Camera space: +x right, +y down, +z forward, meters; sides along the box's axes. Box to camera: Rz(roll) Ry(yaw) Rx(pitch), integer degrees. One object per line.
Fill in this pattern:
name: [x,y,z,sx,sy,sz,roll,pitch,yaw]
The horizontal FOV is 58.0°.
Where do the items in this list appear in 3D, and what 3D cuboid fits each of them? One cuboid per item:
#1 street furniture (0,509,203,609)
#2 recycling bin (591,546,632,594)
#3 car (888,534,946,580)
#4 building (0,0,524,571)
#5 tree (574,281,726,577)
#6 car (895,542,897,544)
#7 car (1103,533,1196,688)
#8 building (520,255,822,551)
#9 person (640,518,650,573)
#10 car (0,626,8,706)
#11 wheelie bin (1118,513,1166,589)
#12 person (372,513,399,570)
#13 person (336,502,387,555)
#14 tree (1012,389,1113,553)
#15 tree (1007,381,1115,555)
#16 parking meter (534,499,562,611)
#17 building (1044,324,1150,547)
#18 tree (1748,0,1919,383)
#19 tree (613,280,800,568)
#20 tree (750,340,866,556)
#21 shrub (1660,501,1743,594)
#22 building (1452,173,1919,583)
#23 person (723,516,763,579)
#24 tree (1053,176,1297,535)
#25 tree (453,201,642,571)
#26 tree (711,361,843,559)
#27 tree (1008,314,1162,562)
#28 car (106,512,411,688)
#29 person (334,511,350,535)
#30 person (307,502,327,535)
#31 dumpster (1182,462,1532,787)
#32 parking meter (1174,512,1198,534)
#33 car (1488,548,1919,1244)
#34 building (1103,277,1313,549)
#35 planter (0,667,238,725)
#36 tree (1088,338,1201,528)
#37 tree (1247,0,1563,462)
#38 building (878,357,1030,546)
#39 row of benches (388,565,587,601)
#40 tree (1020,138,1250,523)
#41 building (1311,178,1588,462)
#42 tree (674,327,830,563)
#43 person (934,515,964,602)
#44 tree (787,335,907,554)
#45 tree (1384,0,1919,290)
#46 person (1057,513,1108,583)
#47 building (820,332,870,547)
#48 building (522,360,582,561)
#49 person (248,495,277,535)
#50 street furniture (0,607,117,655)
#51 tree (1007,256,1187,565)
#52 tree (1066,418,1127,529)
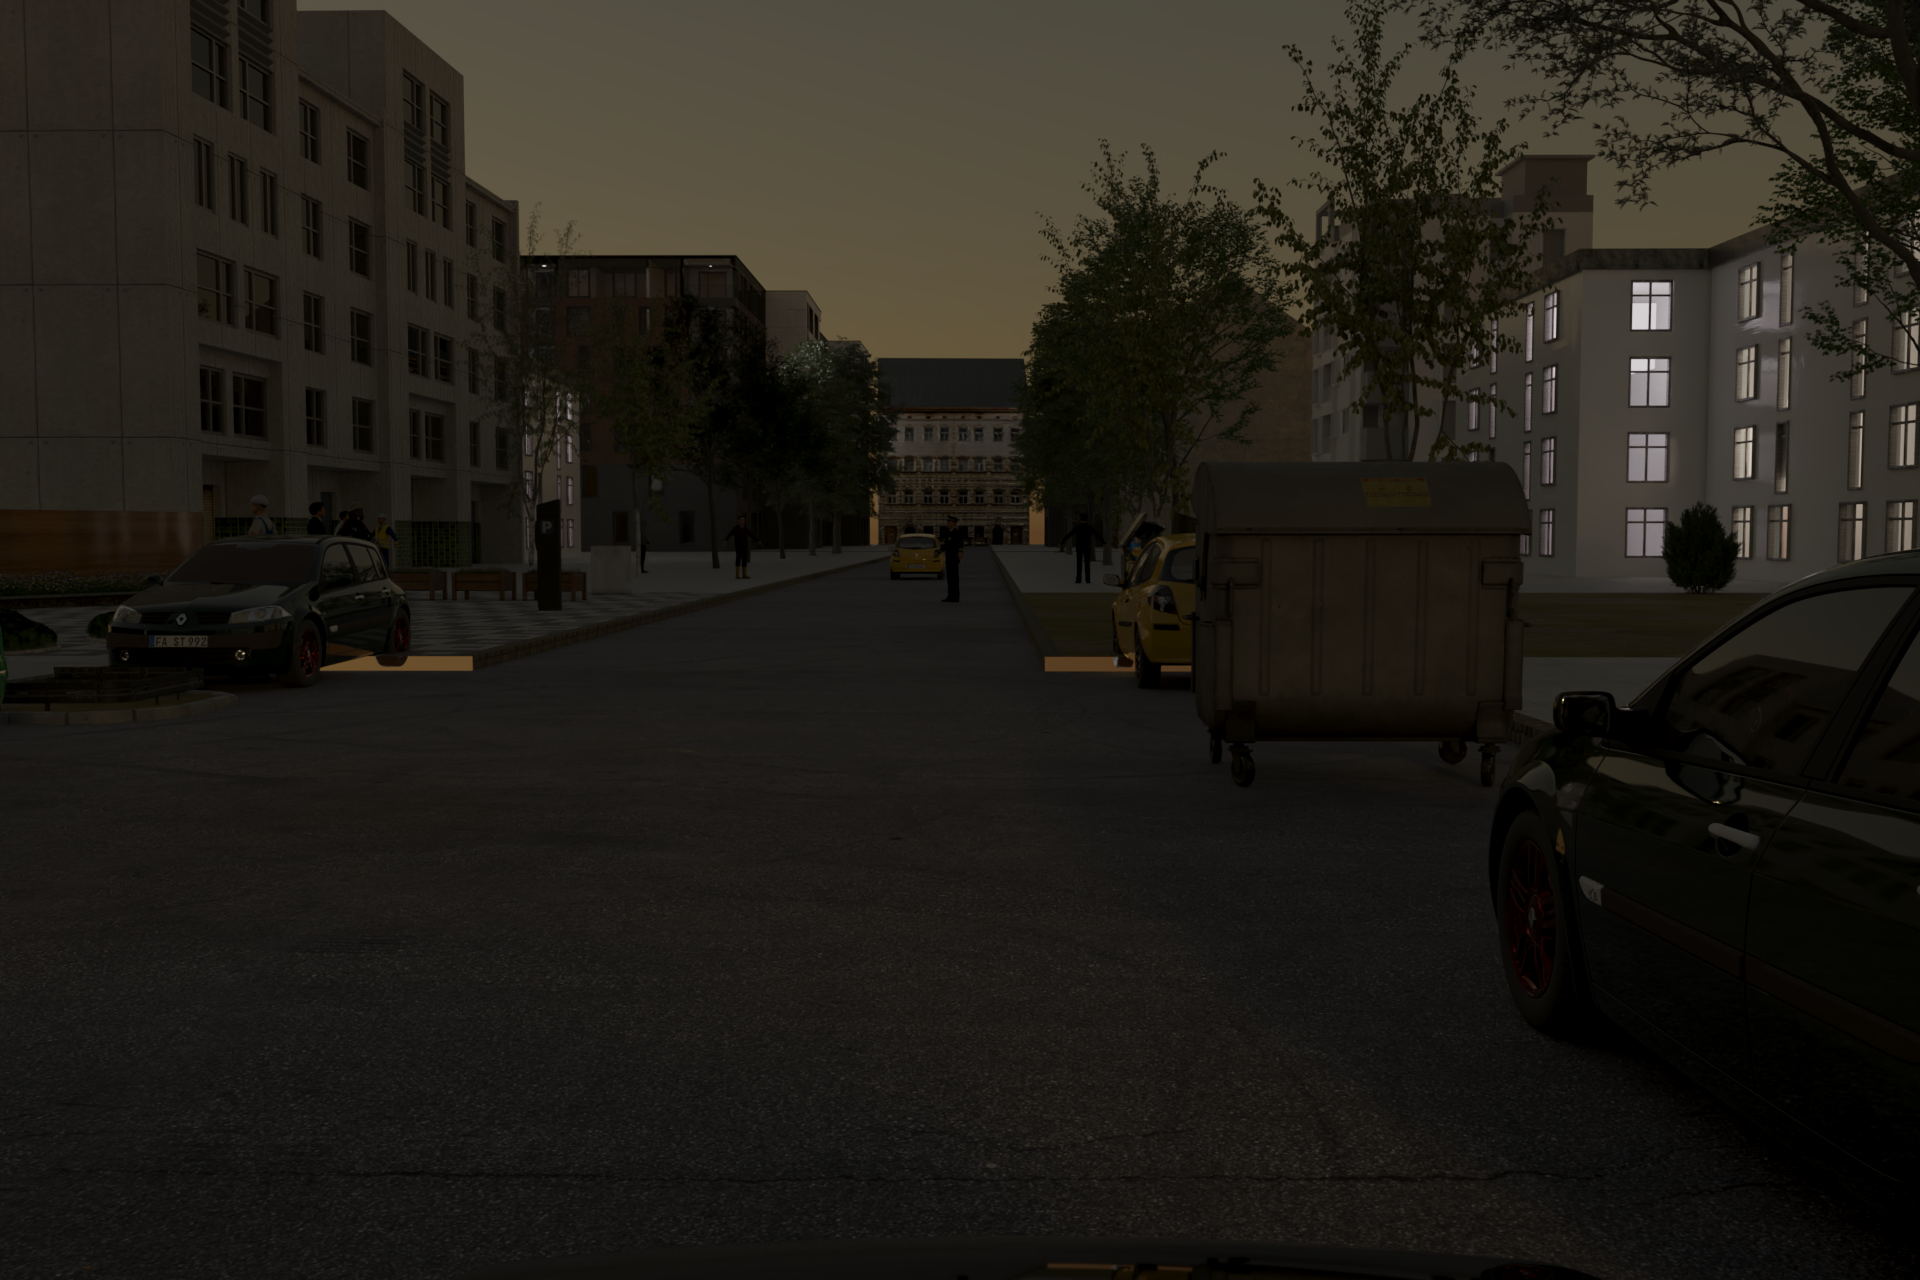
street furniture: [-18.032,-1.529,31.856,11.010,1.723,9.812,1,4,22]
recycling bin: [-7.469,-1.502,37.104,0.722,1.027,0.722,0,4,2]
car: [-1.336,-2.779,55.660,2.015,1.641,3.980,0,4,0]
building: [-27.733,-11.783,59.107,16.747,18.905,31.486,0,4,2]
tree: [-9.315,-6.166,51.183,4.737,8.622,4.395,0,3,0]
car: [-2.083,-4.458,84.684,2.131,1.459,4.920,0,4,1]
car: [2.495,-0.446,17.514,2.015,1.641,3.980,0,4,0]
building: [-26.775,-18.312,143.378,27.936,21.610,32.646,0,4,0]
person: [-10.462,-3.122,57.174,0.705,1.813,1.348,-1,4,-20]
car: [-6.747,0.010,8.633,1.959,1.807,4.718,0,4,1]
wheelie bin: [2.702,-1.084,25.635,0.693,1.594,0.980,0,4,-1]
person: [-15.465,-2.467,46.305,1.349,1.833,0.705,2,4,28]
person: [-10.788,-1.544,31.023,0.705,1.856,1.354,1,4,20]
tree: [7.214,-11.864,119.726,9.928,11.665,9.643,0,3,0]
tree: [6.480,-11.584,107.525,7.486,12.596,7.792,0,3,0]
parking meter: [-6.889,-1.423,28.972,0.399,1.863,0.255,0,4,0]
building: [22.874,-20.850,184.878,27.936,21.610,32.646,0,4,1]
tree: [16.613,-6.249,27.920,9.928,11.665,9.643,0,3,0]
tree: [-9.440,-7.948,64.369,7.601,10.594,8.767,0,4,-2]
tree: [-9.058,-11.219,101.559,7.486,12.596,7.792,0,3,0]
shrub: [16.004,-2.018,37.410,1.690,2.028,1.600,0,3,0]
building: [22.732,-6.665,51.122,9.099,9.664,28.070,0,4,1]
person: [-6.245,-2.659,49.609,1.346,1.812,0.704,-3,5,-41]
tree: [6.279,-7.671,51.181,9.928,11.665,9.643,0,3,0]
tree: [-9.902,-5.424,39.053,4.360,8.622,3.978,0,3,0]
tree: [-9.419,-9.436,88.694,7.601,10.594,8.767,1,4,12]
tree: [6.093,-9.495,80.995,9.928,11.665,9.643,0,3,0]
car: [-6.905,-0.465,17.391,2.009,1.686,4.222,0,4,1]
person: [-13.851,-2.014,39.121,0.705,1.806,1.347,0,4,5]
person: [-10.464,-1.354,28.327,0.705,1.806,1.347,-2,4,-26]
dumpster: [2.306,-0.126,10.279,1.865,1.857,1.264,0,4,1]
parking meter: [2.661,-0.714,20.089,0.372,1.533,0.369,0,3,0]
car: [2.474,0.368,3.770,2.009,1.686,4.222,0,4,1]
building: [22.979,-19.878,155.934,19.493,23.208,18.063,0,4,0]
planter: [-7.032,0.436,14.004,1.991,0.319,1.994,0,4,0]
tree: [6.368,-6.788,61.340,4.737,8.622,4.395,0,3,0]
tree: [5.969,-4.461,23.292,4.737,8.622,4.395,0,3,0]
building: [-1.118,-23.332,214.858,18.063,23.208,19.493,0,4,-2]
row of benches: [-9.324,-1.112,33.651,4.104,0.672,1.422,1,4,9]
tree: [3.477,-4.984,31.847,4.737,8.622,4.395,0,3,0]
building: [25.393,-14.819,98.714,16.016,20.090,11.380,0,4,1]
tree: [-9.208,-8.741,77.324,7.601,10.594,8.767,-2,4,-34]
person: [-0.184,-1.721,36.526,0.705,1.837,1.347,-2,4,-23]
tree: [-8.049,-12.626,113.087,9.857,13.997,8.962,0,3,0]
tree: [8.027,-6.310,13.535,12.009,13.543,11.850,0,3,0]
person: [3.207,-2.393,45.056,1.347,1.837,0.705,0,4,-4]
building: [-24.498,-20.614,181.010,27.936,21.610,32.646,0,4,1]
building: [-25.014,-9.286,93.966,9.099,9.664,28.070,0,4,0]
person: [-10.073,-1.164,24.892,0.705,1.847,1.347,0,4,3]
street furniture: [-13.309,-0.298,20.501,10.072,0.657,5.734,0,4,2]
tree: [5.649,-9.318,70.480,7.486,12.596,7.792,0,3,0]
tree: [7.077,-8.595,90.892,4.737,8.622,4.395,0,3,0]
